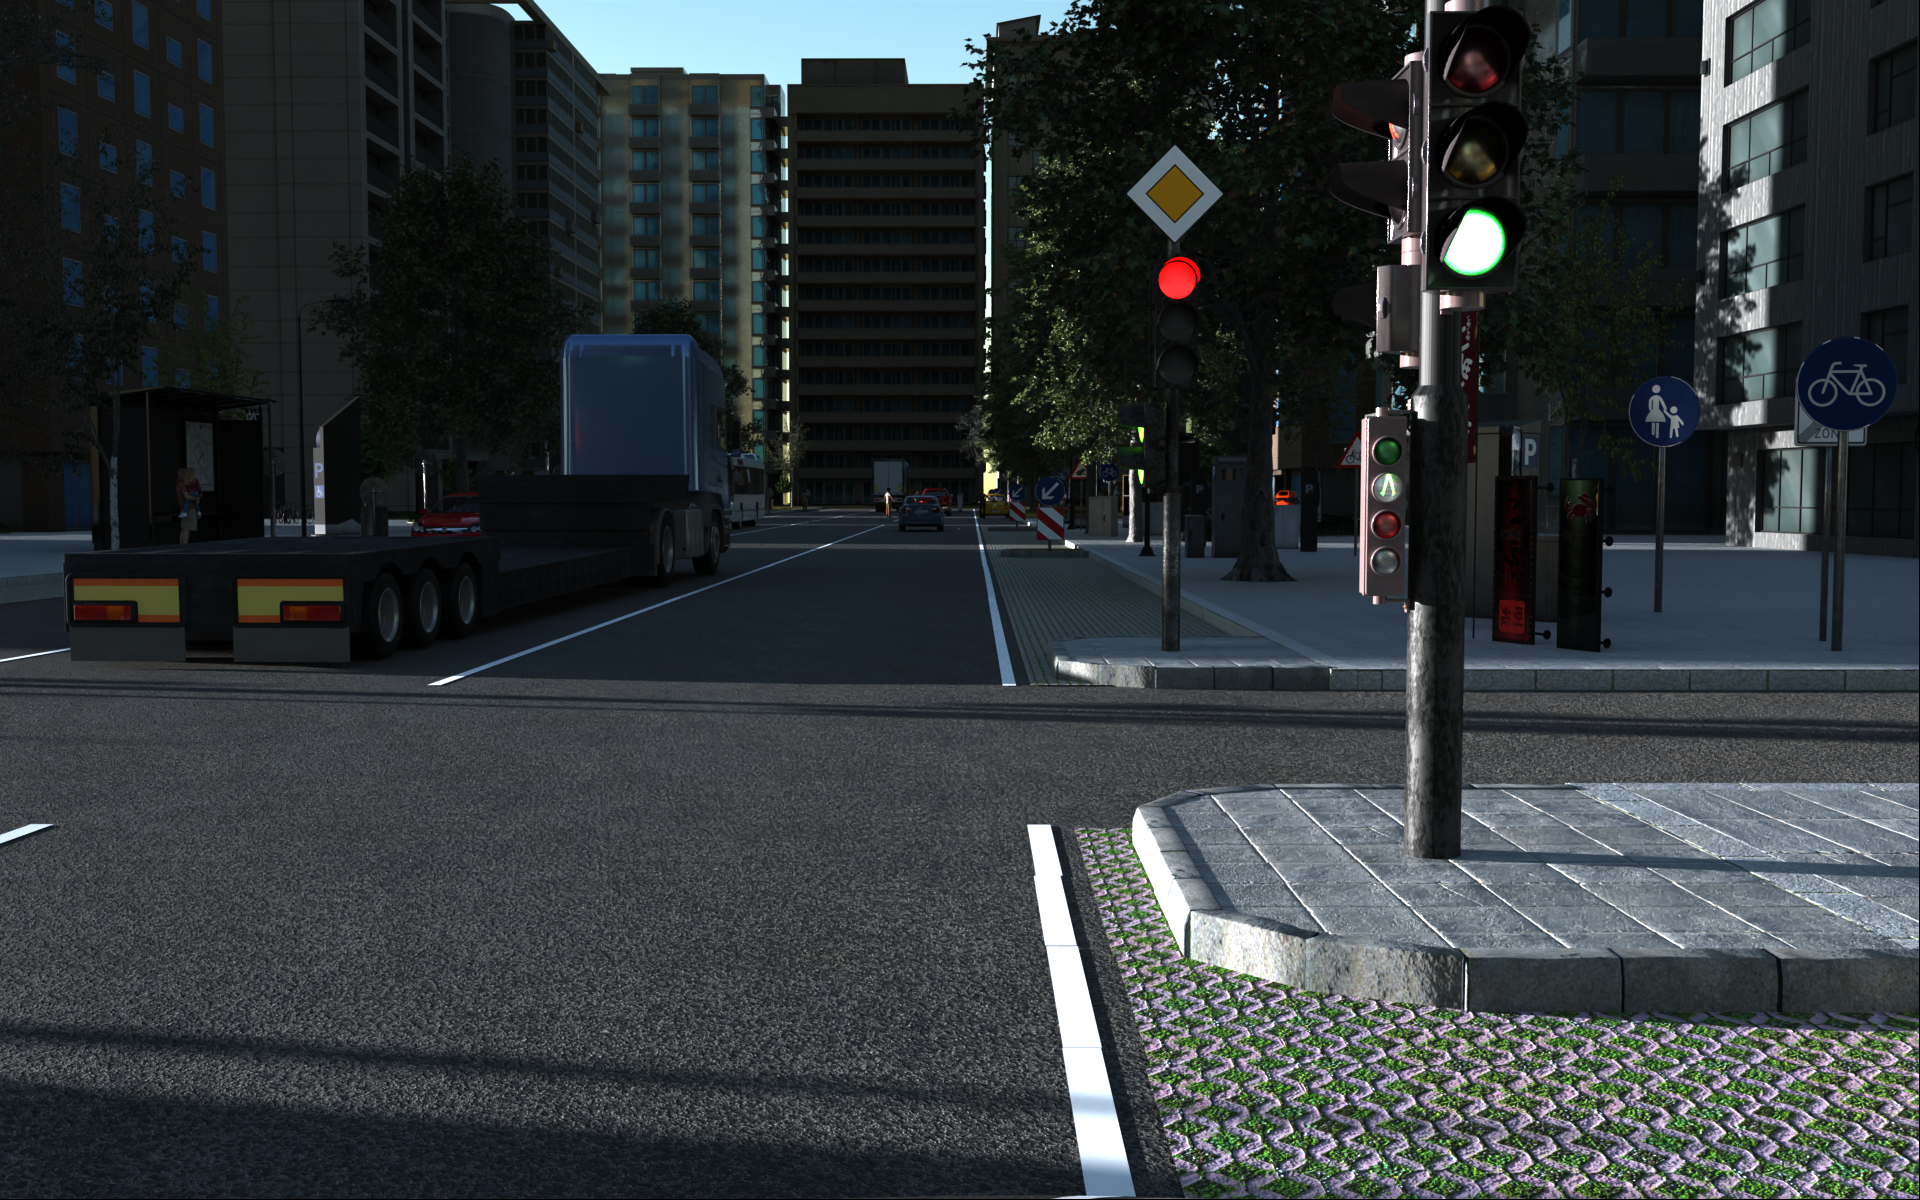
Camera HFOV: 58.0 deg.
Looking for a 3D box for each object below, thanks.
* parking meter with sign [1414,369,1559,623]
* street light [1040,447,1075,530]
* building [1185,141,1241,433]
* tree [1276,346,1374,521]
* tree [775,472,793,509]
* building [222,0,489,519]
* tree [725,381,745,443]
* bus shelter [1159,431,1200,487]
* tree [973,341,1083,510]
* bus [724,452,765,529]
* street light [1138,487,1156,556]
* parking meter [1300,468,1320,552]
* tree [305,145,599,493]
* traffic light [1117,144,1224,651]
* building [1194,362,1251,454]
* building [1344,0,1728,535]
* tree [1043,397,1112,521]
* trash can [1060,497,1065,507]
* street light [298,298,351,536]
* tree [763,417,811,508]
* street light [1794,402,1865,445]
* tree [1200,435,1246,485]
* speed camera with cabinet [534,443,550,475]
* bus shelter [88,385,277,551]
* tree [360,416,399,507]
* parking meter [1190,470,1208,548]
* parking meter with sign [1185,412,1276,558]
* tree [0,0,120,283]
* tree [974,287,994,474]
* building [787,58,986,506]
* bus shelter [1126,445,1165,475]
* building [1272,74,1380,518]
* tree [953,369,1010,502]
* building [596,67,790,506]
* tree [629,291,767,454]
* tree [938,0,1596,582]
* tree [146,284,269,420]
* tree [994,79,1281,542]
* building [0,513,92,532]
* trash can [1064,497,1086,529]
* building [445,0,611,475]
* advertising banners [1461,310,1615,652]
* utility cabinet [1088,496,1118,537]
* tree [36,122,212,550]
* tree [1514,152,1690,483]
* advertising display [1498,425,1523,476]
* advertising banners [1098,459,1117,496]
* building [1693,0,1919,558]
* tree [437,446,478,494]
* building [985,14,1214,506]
[{"bbox_3d":[5.572,-1.321,17.865,0.543,3.016,1.738,-3,5,-42],"label":"parking meter with sign"},{"bbox_3d":[3.491,-5.506,62.568,1.470,5.913,1.316,0,4,0],"label":"street light"},{"bbox_3d":[25.644,-22.777,144.110,14.160,30.474,14.107,0,4,0],"label":"building"},{"bbox_3d":[12.138,-6.633,58.809,4.360,8.622,3.978,0,3,0],"label":"tree"},{"bbox_3d":[-15.214,-9.487,149.710,1.663,3.219,1.824,0,3,0],"label":"tree"},{"bbox_3d":[-38.728,-40.377,98.410,20.563,71.187,20.611,0,4,0],"label":"building"},{"bbox_3d":[-15.547,-9.701,108.979,4.360,8.622,3.978,0,3,0],"label":"tree"},{"bbox_3d":[7.971,-4.566,65.932,1.731,3.624,6.357,0,4,0],"label":"bus shelter"},{"bbox_3d":[5.859,-13.975,135.149,9.857,13.997,8.962,0,3,0],"label":"tree"},{"bbox_3d":[-10.256,-4.821,73.677,2.948,3.499,13.247,0,4,-1],"label":"bus"},{"bbox_3d":[3.332,-3.862,35.679,1.470,5.913,1.316,0,4,0],"label":"street light"},{"bbox_3d":[7.786,-2.007,38.518,0.399,1.863,0.255,1,4,17],"label":"parking meter"},{"bbox_3d":[-16.596,-8.590,57.449,9.611,12.733,9.660,0,3,0],"label":"tree"},{"bbox_3d":[1.708,-1.538,14.073,0.839,4.253,0.868,0,4,0],"label":"traffic light"},{"bbox_3d":[29.611,-49.354,119.614,22.319,86.520,31.000,0,4,0],"label":"building"},{"bbox_3d":[28.605,-27.297,65.913,23.786,49.044,30.456,0,4,0],"label":"building"},{"bbox_3d":[5.196,-7.989,80.979,4.360,8.622,3.978,0,3,0],"label":"tree"},{"bbox_3d":[4.642,-3.882,75.121,0.748,1.137,0.748,0,3,0],"label":"trash can"},{"bbox_3d":[-15.100,-4.195,41.136,1.470,5.913,1.316,0,4,0],"label":"street light"},{"bbox_3d":[-16.163,-13.068,164.026,4.360,8.622,3.978,0,3,0],"label":"tree"},{"bbox_3d":[3.049,-2.041,5.915,1.470,5.913,1.316,0,4,0],"label":"street light"},{"bbox_3d":[12.624,-6.314,86.951,4.285,4.588,4.351,0,3,0],"label":"tree"},{"bbox_3d":[-16.316,-4.476,67.515,0.660,3.252,2.038,-1,4,-13],"label":"speed camera with cabinet"},{"bbox_3d":[-18.060,-3.017,40.605,1.731,3.624,6.357,0,4,0],"label":"bus shelter"},{"bbox_3d":[-24.249,-5.308,70.493,4.285,4.588,4.351,0,3,0],"label":"tree"},{"bbox_3d":[5.731,-2.189,41.496,0.399,1.863,0.255,0,4,0],"label":"parking meter"},{"bbox_3d":[5.436,-2.367,34.956,1.738,3.016,0.543,0,4,-3],"label":"parking meter with sign"},{"bbox_3d":[-16.584,-6.870,22.687,12.009,13.543,11.850,0,3,0],"label":"tree"},{"bbox_3d":[4.418,-8.385,55.216,7.486,12.596,7.792,0,3,0],"label":"tree"},{"bbox_3d":[-7.883,-35.055,196.852,21.600,48.544,21.300,0,4,0],"label":"building"},{"bbox_3d":[8.061,-4.872,73.575,2.014,3.302,5.546,0,4,0],"label":"bus shelter"},{"bbox_3d":[25.156,-27.408,98.237,14.600,45.320,14.200,0,4,0],"label":"building"},{"bbox_3d":[4.534,-15.529,164.271,12.009,13.543,11.850,0,3,0],"label":"tree"},{"bbox_3d":[-33.908,-35.337,197.364,30.456,49.044,23.786,0,4,0],"label":"building"},{"bbox_3d":[-16.249,-11.094,98.399,9.611,12.733,9.660,0,3,0],"label":"tree"},{"bbox_3d":[4.502,-6.620,25.247,9.611,12.733,9.660,0,3,0],"label":"tree"},{"bbox_3d":[-25.941,-6.712,60.111,4.737,8.622,4.395,0,3,0],"label":"tree"},{"bbox_3d":[5.128,-7.832,46.187,7.486,12.596,7.792,0,3,0],"label":"tree"},{"bbox_3d":[-36.986,-25.275,63.350,14.600,45.320,14.200,0,4,0],"label":"building"},{"bbox_3d":[4.495,-3.234,64.527,0.748,1.137,0.748,0,3,0],"label":"trash can"},{"bbox_3d":[-41.205,-27.135,135.534,23.993,40.220,32.217,0,4,0],"label":"building"},{"bbox_3d":[4.779,-1.139,14.811,0.090,3.025,2.074,-2,4,-25],"label":"advertising banners"},{"bbox_3d":[4.356,-2.543,52.738,0.306,1.237,1.020,-3,5,-39],"label":"utility cabinet"},{"bbox_3d":[-16.801,-5.097,33.705,4.360,8.622,3.978,0,3,0],"label":"tree"},{"bbox_3d":[13.364,-5.316,37.279,4.737,8.622,4.395,0,3,0],"label":"tree"},{"bbox_3d":[5.258,-0.695,16.574,0.123,1.923,0.974,2,4,23],"label":"advertising display"},{"bbox_3d":[7.332,-5.515,86.361,0.090,3.025,2.074,-2,4,-24],"label":"advertising banners"},{"bbox_3d":[25.122,-16.145,35.677,14.107,30.474,14.160,0,4,0],"label":"building"},{"bbox_3d":[-20.331,-4.621,70.150,1.663,3.219,1.824,0,3,0],"label":"tree"},{"bbox_3d":[16.686,-37.361,200.091,27.495,52.752,28.713,0,4,0],"label":"building"}]
